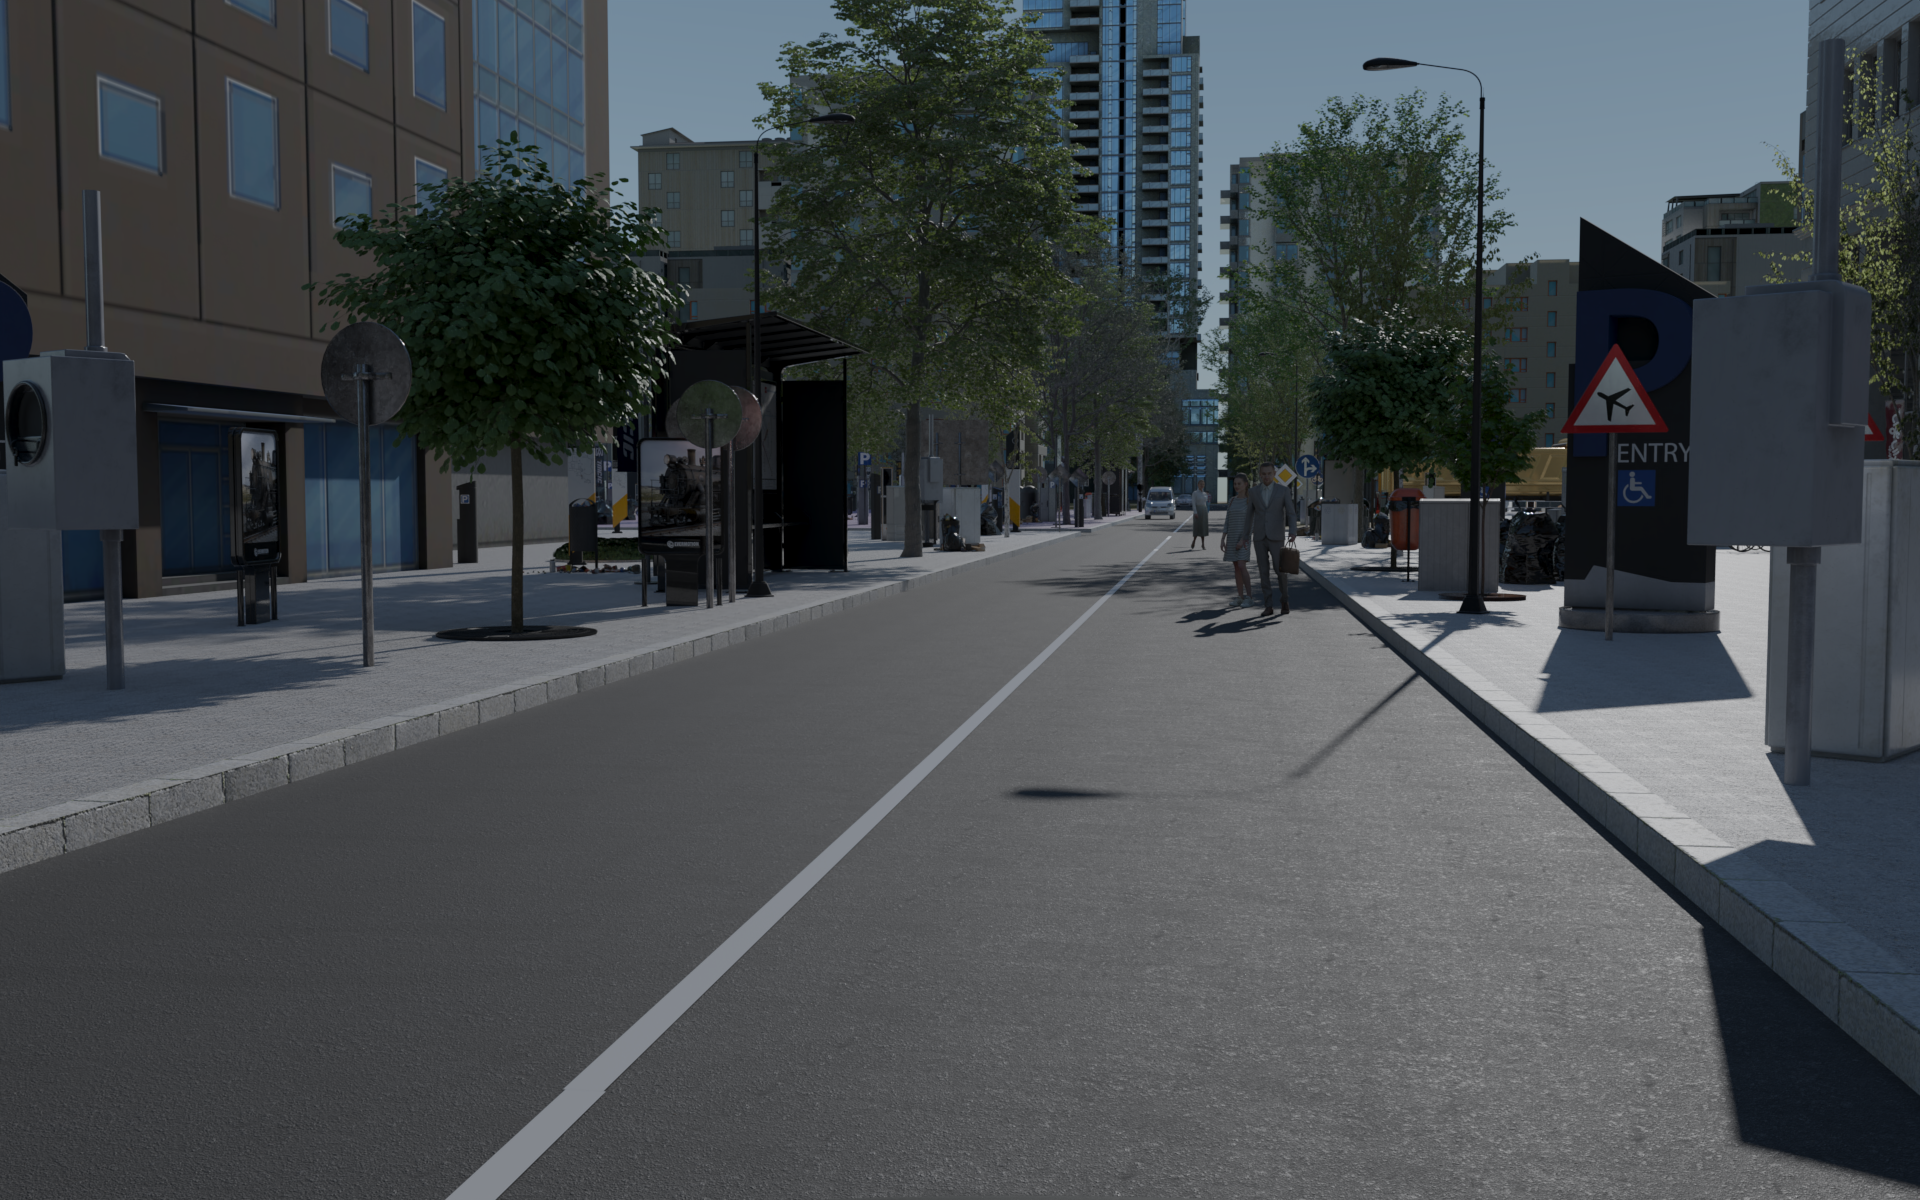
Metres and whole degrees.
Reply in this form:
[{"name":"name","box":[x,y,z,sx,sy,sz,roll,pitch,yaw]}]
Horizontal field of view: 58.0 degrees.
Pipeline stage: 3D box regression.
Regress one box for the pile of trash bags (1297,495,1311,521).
[{"name":"pile of trash bags","box":[15.845,-4.404,81.752,3.447,1.369,1.912,-3,5,-39]}]

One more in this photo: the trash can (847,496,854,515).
[{"name":"trash can","box":[-6.853,-5.742,105.530,0.748,1.137,0.748,0,3,0]}]

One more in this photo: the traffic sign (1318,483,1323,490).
[{"name":"traffic sign","box":[22.103,-6.460,106.812,0.795,2.450,0.064,1,4,14]}]

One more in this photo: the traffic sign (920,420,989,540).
[{"name":"traffic sign","box":[-0.326,-3.290,47.670,2.265,3.308,0.079,1,4,14]}]

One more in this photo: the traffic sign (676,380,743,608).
[{"name":"traffic sign","box":[-2.810,-1.179,19.380,0.768,2.556,0.104,1,4,9]}]

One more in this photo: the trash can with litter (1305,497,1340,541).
[{"name":"trash can with litter","box":[10.719,-2.273,48.221,2.233,1.210,1.678,1,4,9]}]

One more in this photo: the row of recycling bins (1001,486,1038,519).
[{"name":"row of recycling bins","box":[3.169,-4.769,85.086,1.069,1.692,3.534,-3,5,-41]}]

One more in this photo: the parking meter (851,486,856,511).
[{"name":"parking meter","box":[-7.918,-7.512,128.538,0.255,1.863,0.399,-3,4,-38]}]

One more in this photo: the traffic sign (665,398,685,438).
[{"name":"traffic sign","box":[-3.381,-1.340,22.022,0.768,2.556,0.104,1,4,9]}]

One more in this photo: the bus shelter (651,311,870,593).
[{"name":"bus shelter","box":[-2.766,-2.089,25.436,1.731,3.624,6.357,1,4,8]}]

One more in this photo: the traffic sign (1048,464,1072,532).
[{"name":"traffic sign","box":[3.336,-3.317,57.867,0.795,2.450,0.064,1,4,8]}]

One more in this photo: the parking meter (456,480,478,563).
[{"name":"parking meter","box":[-9.162,-1.455,32.200,0.372,1.533,0.369,0,3,0]}]

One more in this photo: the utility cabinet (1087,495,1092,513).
[{"name":"utility cabinet","box":[9.262,-6.684,120.450,0.306,1.237,1.020,-2,4,-31]}]

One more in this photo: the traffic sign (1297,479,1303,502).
[{"name":"traffic sign","box":[25.496,-7.926,130.767,0.795,2.450,0.064,1,4,9]}]

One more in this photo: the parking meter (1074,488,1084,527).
[{"name":"parking meter","box":[4.608,-3.575,66.870,0.372,1.533,0.369,0,3,0]}]

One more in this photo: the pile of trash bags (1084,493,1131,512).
[{"name":"pile of trash bags","box":[10.687,-7.150,126.653,3.447,1.369,1.912,-1,4,-22]}]

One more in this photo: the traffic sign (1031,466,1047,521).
[{"name":"traffic sign","box":[3.607,-4.842,79.279,0.768,2.556,0.104,1,4,15]}]

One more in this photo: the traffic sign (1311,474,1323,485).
[{"name":"traffic sign","box":[20.793,-6.161,100.832,0.768,2.556,0.104,1,4,9]}]

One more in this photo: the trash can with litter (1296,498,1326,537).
[{"name":"trash can with litter","box":[10.577,-2.508,52.387,0.624,1.170,1.055,-3,5,-44]}]

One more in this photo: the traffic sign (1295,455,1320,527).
[{"name":"traffic sign","box":[11.213,-3.415,55.937,0.768,2.556,0.104,1,4,12]}]

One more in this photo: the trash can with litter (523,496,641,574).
[{"name":"trash can with litter","box":[-5.872,-1.049,28.212,2.233,1.210,1.678,2,4,23]}]

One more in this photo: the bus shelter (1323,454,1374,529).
[{"name":"bus shelter","box":[14.901,-4.440,66.523,2.014,3.302,5.546,1,4,8]}]

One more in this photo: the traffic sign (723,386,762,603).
[{"name":"traffic sign","box":[-2.699,-1.243,20.432,0.768,2.556,0.104,1,4,16]}]

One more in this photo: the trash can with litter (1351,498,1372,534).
[{"name":"trash can with litter","box":[11.795,-2.426,51.047,0.624,1.170,1.055,2,4,23]}]

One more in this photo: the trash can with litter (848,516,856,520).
[{"name":"trash can with litter","box":[-6.159,-4.591,86.119,2.233,1.210,1.678,1,4,16]}]

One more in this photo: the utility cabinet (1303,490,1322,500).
[{"name":"utility cabinet","box":[17.636,-4.770,86.675,0.318,1.500,1.173,-2,4,-25]}]

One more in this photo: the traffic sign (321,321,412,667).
[{"name":"traffic sign","box":[-4.403,-0.777,12.818,0.768,2.556,0.104,1,4,16]}]

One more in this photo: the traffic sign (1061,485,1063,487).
[{"name":"traffic sign","box":[5.579,-5.805,97.040,0.606,2.300,0.079,1,4,10]}]

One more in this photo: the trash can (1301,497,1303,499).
[{"name":"trash can","box":[19.794,-5.337,98.917,0.748,1.137,0.748,0,3,0]}]

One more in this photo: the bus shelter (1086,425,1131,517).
[{"name":"bus shelter","box":[8.661,-7.550,101.067,2.179,5.291,8.768,1,4,8]}]

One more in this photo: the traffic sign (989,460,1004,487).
[{"name":"traffic sign","box":[1.191,-3.511,58.598,0.795,2.450,0.064,1,4,15]}]

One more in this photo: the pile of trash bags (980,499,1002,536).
[{"name":"pile of trash bags","box":[0.041,-2.749,54.690,1.912,1.369,3.447,-1,4,-15]}]

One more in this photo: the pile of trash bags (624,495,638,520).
[{"name":"pile of trash bags","box":[-16.376,-4.569,84.450,3.447,1.369,1.912,2,4,35]}]

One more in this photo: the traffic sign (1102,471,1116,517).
[{"name":"traffic sign","box":[8.259,-5.876,96.171,0.768,2.556,0.104,1,4,13]}]

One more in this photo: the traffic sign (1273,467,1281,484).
[{"name":"traffic sign","box":[11.812,-3.733,64.675,0.795,2.450,0.064,1,4,8]}]

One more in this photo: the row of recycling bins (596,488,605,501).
[{"name":"row of recycling bins","box":[-23.741,-6.303,110.168,3.534,1.692,1.069,1,4,19]}]

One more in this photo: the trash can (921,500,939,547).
[{"name":"trash can","box":[-0.873,-1.851,41.920,0.748,1.137,0.748,0,3,0]}]

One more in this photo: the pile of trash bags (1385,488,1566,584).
[{"name":"pile of trash bags","box":[7.980,-0.953,25.328,3.447,1.369,1.912,0,4,8]}]

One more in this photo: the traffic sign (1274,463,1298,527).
[{"name":"traffic sign","box":[10.649,-3.250,56.775,0.795,2.450,0.064,1,4,8]}]

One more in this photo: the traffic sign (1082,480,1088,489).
[{"name":"traffic sign","box":[6.651,-5.617,93.967,0.606,2.300,0.079,1,4,15]}]

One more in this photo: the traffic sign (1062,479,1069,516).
[{"name":"traffic sign","box":[6.129,-6.307,103.223,0.768,2.556,0.104,1,4,12]}]

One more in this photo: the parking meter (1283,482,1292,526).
[{"name":"parking meter","box":[13.011,-3.870,68.993,0.399,1.863,0.255,-3,5,-45]}]

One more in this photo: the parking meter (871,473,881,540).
[{"name":"parking meter","box":[-2.296,-2.641,48.894,0.399,1.863,0.255,-2,4,-32]}]

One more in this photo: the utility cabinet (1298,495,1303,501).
[{"name":"utility cabinet","box":[26.589,-7.681,136.751,1.020,1.237,0.306,0,4,-8]}]

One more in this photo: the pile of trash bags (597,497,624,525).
[{"name":"pile of trash bags","box":[-16.010,-3.795,71.807,1.912,1.369,3.447,3,4,36]}]

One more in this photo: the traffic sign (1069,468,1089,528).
[{"name":"traffic sign","box":[4.499,-3.800,65.768,0.795,2.450,0.064,1,4,8]}]

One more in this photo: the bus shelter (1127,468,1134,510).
[{"name":"bus shelter","box":[11.151,-7.829,121.933,2.014,3.302,5.546,1,4,8]}]

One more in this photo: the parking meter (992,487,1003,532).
[{"name":"parking meter","box":[1.249,-3.046,58.207,0.372,1.533,0.369,0,3,0]}]

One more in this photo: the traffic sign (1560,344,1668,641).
[{"name":"traffic sign","box":[5.685,-0.923,15.101,0.884,2.594,0.081,1,4,13]}]

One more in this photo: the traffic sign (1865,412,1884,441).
[{"name":"traffic sign","box":[8.844,-1.072,17.536,0.884,2.594,0.081,1,4,16]}]
